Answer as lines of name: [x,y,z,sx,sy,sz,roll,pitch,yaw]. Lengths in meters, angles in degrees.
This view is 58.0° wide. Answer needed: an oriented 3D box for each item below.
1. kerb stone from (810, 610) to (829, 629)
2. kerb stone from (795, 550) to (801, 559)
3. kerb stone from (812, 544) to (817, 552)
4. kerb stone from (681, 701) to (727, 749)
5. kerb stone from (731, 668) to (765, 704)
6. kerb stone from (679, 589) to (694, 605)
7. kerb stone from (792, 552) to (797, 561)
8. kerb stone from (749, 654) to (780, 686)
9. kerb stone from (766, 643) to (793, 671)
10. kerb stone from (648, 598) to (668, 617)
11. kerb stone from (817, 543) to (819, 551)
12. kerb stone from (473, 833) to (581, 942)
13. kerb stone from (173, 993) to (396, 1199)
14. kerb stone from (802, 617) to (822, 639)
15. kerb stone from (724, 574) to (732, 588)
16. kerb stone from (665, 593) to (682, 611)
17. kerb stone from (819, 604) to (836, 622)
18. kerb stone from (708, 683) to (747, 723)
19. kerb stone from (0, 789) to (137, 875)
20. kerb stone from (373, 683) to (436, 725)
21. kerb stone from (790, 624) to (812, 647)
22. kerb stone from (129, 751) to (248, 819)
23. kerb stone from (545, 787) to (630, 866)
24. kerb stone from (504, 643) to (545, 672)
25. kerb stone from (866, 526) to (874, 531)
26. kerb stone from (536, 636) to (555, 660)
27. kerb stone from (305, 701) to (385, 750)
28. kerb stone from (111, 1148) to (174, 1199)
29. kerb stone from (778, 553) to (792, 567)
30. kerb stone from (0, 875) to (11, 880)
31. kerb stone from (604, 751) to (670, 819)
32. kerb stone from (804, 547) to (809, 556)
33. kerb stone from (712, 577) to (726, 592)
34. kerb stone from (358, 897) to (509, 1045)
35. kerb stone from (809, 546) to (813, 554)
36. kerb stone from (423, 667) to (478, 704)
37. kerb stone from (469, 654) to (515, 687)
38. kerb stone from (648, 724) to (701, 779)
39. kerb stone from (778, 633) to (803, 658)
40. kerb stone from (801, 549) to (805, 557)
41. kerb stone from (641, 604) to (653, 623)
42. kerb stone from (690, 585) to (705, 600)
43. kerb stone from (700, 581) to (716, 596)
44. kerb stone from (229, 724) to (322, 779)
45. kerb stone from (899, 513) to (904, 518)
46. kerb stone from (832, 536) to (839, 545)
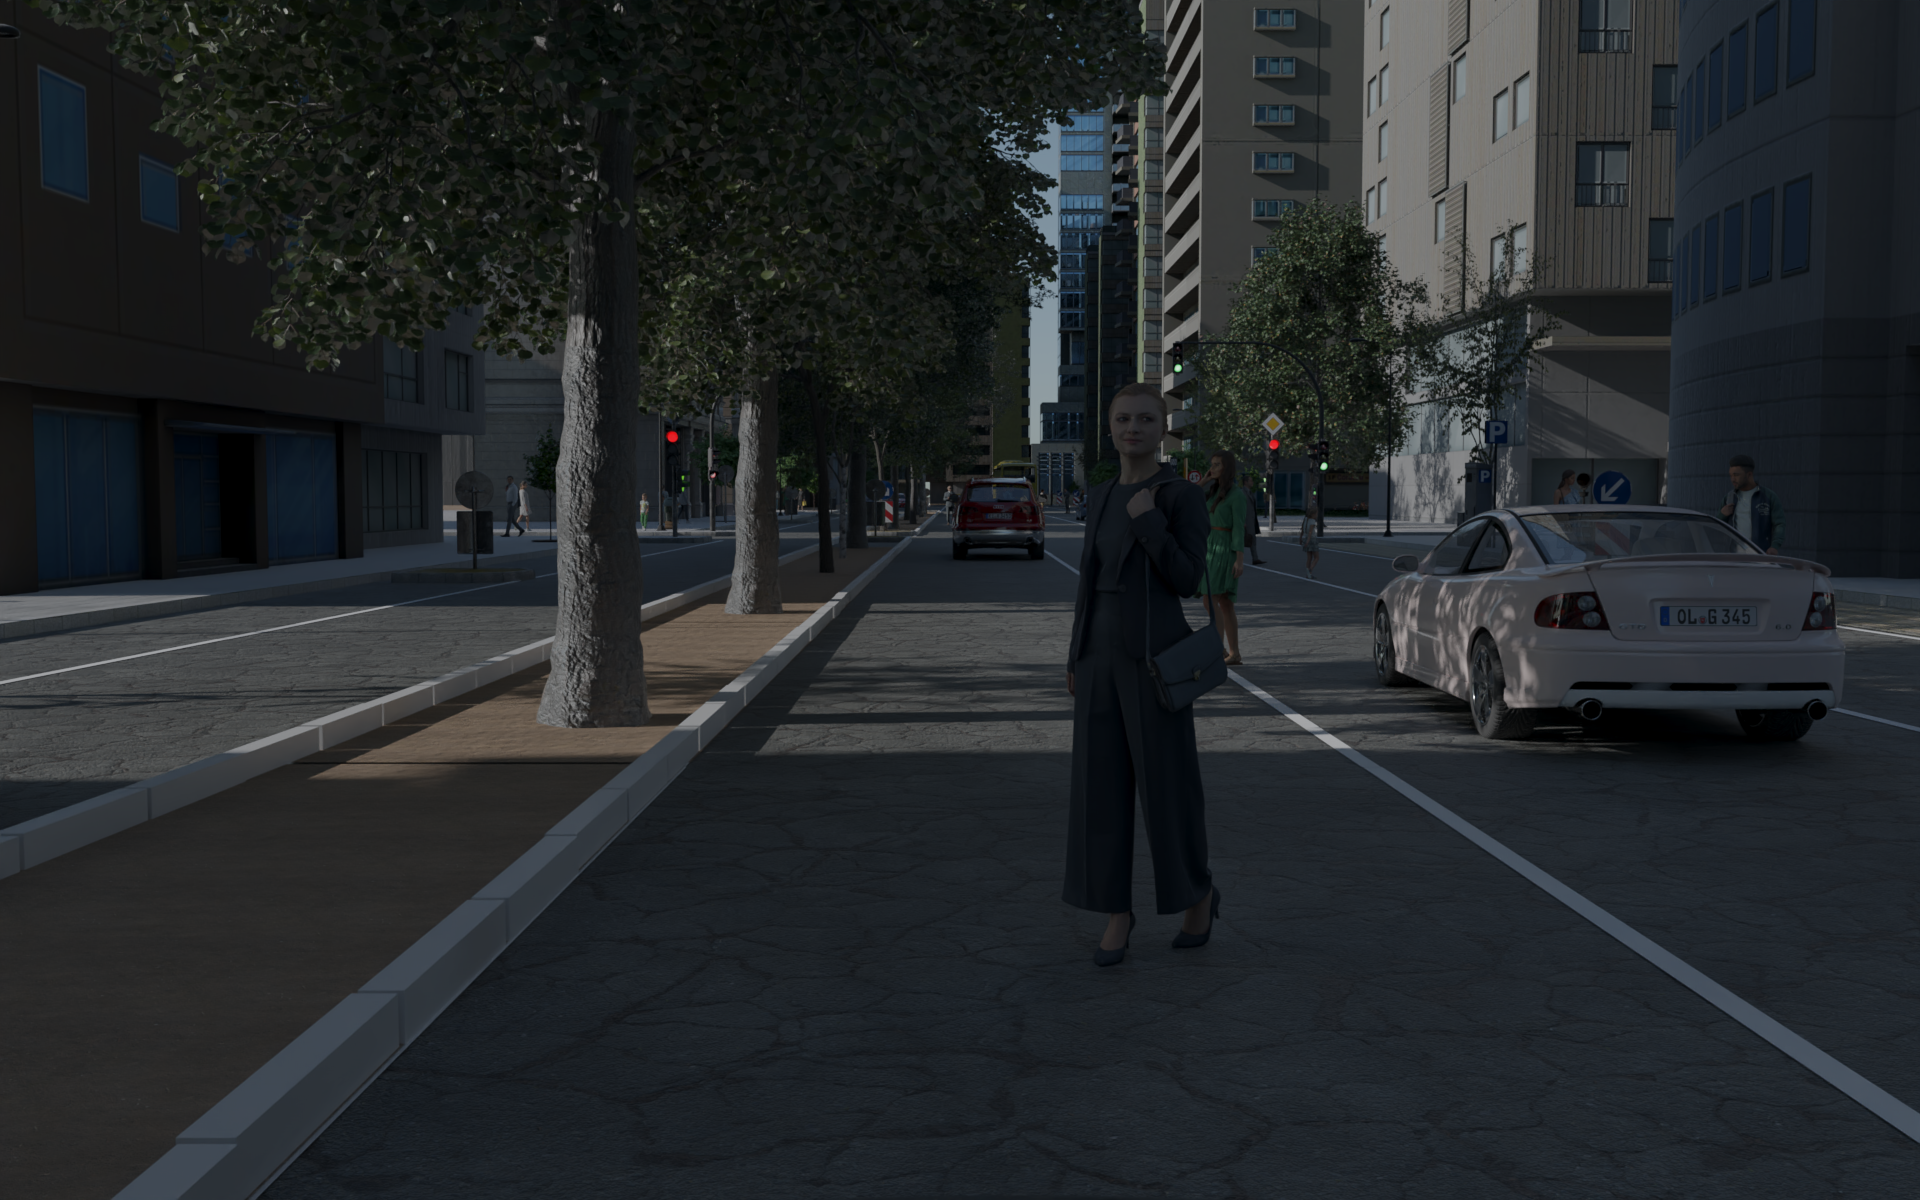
kerb stone: [-1.507,0.238,18.307,0.120,0.150,1.000,0,3,0]
kerb stone: [-3.627,-0.953,37.789,0.120,0.150,1.000,0,3,0]
kerb stone: [-3.631,-1.204,41.876,0.120,0.150,1.000,0,3,0]
kerb stone: [-1.501,0.740,10.095,0.120,0.150,1.000,0,3,0]
kerb stone: [-1.502,0.618,12.146,0.120,0.150,1.000,0,3,0]
kerb stone: [-3.610,-0.012,22.417,0.120,0.150,1.000,0,3,0]
kerb stone: [-3.621,-0.891,36.766,0.120,0.150,1.000,0,3,0]
kerb stone: [-1.503,0.551,13.181,0.120,0.150,1.000,0,3,0]
kerb stone: [-1.503,0.489,14.203,0.120,0.150,1.000,0,3,0]
kerb stone: [-3.606,0.113,20.368,0.120,0.150,1.000,0,3,0]
kerb stone: [-3.634,-1.264,42.898,0.120,0.150,1.000,0,3,0]
kerb stone: [-1.494,0.991,6.007,0.120,0.150,1.000,0,3,0]
kerb stone: [-1.503,1.116,3.953,0.120,0.150,1.000,0,3,0]
kerb stone: [-1.504,0.301,17.285,0.120,0.150,1.000,0,3,0]
kerb stone: [-3.613,-0.264,26.516,0.120,0.150,1.000,0,3,0]
kerb stone: [-3.607,0.053,21.395,0.120,0.150,1.000,0,3,0]
kerb stone: [-1.514,0.178,19.334,0.120,0.150,1.000,0,3,0]
kerb stone: [-1.505,0.677,11.124,0.120,0.150,1.000,0,3,0]
kerb stone: [-3.601,0.927,7.052,0.120,0.150,1.000,0,3,0]
kerb stone: [-3.604,0.681,11.146,0.120,0.150,1.000,0,3,0]
kerb stone: [-1.514,0.363,16.259,0.120,0.150,1.000,0,3,0]
kerb stone: [-3.596,0.864,8.074,0.120,0.150,1.000,0,3,0]
kerb stone: [-1.506,0.928,7.030,0.120,0.150,1.000,0,3,0]
kerb stone: [-3.605,0.488,14.220,0.120,0.150,1.000,0,3,0]
kerb stone: [-3.656,-2.993,71.128,0.120,0.150,1.000,0,3,0]
kerb stone: [-3.605,0.425,15.242,0.120,0.150,1.000,0,3,0]
kerb stone: [-3.601,0.739,10.119,0.120,0.150,1.000,0,3,0]
kerb stone: [-1.487,1.182,2.932,0.120,0.150,1.000,0,3,0]
kerb stone: [-3.622,-0.829,35.744,0.120,0.150,1.000,0,3,0]
kerb stone: [-3.600,0.994,6.020,0.120,0.150,1.000,0,3,0]
kerb stone: [-1.504,0.865,8.052,0.120,0.150,1.000,0,3,0]
kerb stone: [-3.623,-1.075,39.833,0.120,0.150,1.000,0,3,0]
kerb stone: [-3.616,-0.202,25.494,0.120,0.150,1.000,0,3,0]
kerb stone: [-1.496,1.053,4.978,0.120,0.150,1.000,0,3,0]
kerb stone: [-3.626,-1.141,40.854,0.120,0.150,1.000,0,3,0]
kerb stone: [-3.604,0.616,12.177,0.120,0.150,1.000,0,3,0]
kerb stone: [-3.604,0.553,13.199,0.120,0.150,1.000,0,3,0]
kerb stone: [-1.505,0.807,9.074,0.120,0.150,1.000,0,3,0]
kerb stone: [-1.509,0.426,15.225,0.120,0.150,1.000,0,3,0]
kerb stone: [-3.628,-1.016,38.810,0.120,0.150,1.000,0,3,0]
kerb stone: [-3.604,0.174,19.346,0.120,0.150,1.000,0,3,0]
kerb stone: [-3.613,-0.074,23.441,0.120,0.150,1.000,0,3,0]
kerb stone: [-3.621,-0.139,24.470,0.120,0.150,1.000,0,3,0]
kerb stone: [-3.610,0.807,9.097,0.120,0.150,1.000,0,3,0]
kerb stone: [-3.690,-5.440,111.143,0.120,0.150,1.000,0,3,0]
kerb stone: [-3.640,-1.768,51.106,0.120,0.150,1.000,0,3,0]
